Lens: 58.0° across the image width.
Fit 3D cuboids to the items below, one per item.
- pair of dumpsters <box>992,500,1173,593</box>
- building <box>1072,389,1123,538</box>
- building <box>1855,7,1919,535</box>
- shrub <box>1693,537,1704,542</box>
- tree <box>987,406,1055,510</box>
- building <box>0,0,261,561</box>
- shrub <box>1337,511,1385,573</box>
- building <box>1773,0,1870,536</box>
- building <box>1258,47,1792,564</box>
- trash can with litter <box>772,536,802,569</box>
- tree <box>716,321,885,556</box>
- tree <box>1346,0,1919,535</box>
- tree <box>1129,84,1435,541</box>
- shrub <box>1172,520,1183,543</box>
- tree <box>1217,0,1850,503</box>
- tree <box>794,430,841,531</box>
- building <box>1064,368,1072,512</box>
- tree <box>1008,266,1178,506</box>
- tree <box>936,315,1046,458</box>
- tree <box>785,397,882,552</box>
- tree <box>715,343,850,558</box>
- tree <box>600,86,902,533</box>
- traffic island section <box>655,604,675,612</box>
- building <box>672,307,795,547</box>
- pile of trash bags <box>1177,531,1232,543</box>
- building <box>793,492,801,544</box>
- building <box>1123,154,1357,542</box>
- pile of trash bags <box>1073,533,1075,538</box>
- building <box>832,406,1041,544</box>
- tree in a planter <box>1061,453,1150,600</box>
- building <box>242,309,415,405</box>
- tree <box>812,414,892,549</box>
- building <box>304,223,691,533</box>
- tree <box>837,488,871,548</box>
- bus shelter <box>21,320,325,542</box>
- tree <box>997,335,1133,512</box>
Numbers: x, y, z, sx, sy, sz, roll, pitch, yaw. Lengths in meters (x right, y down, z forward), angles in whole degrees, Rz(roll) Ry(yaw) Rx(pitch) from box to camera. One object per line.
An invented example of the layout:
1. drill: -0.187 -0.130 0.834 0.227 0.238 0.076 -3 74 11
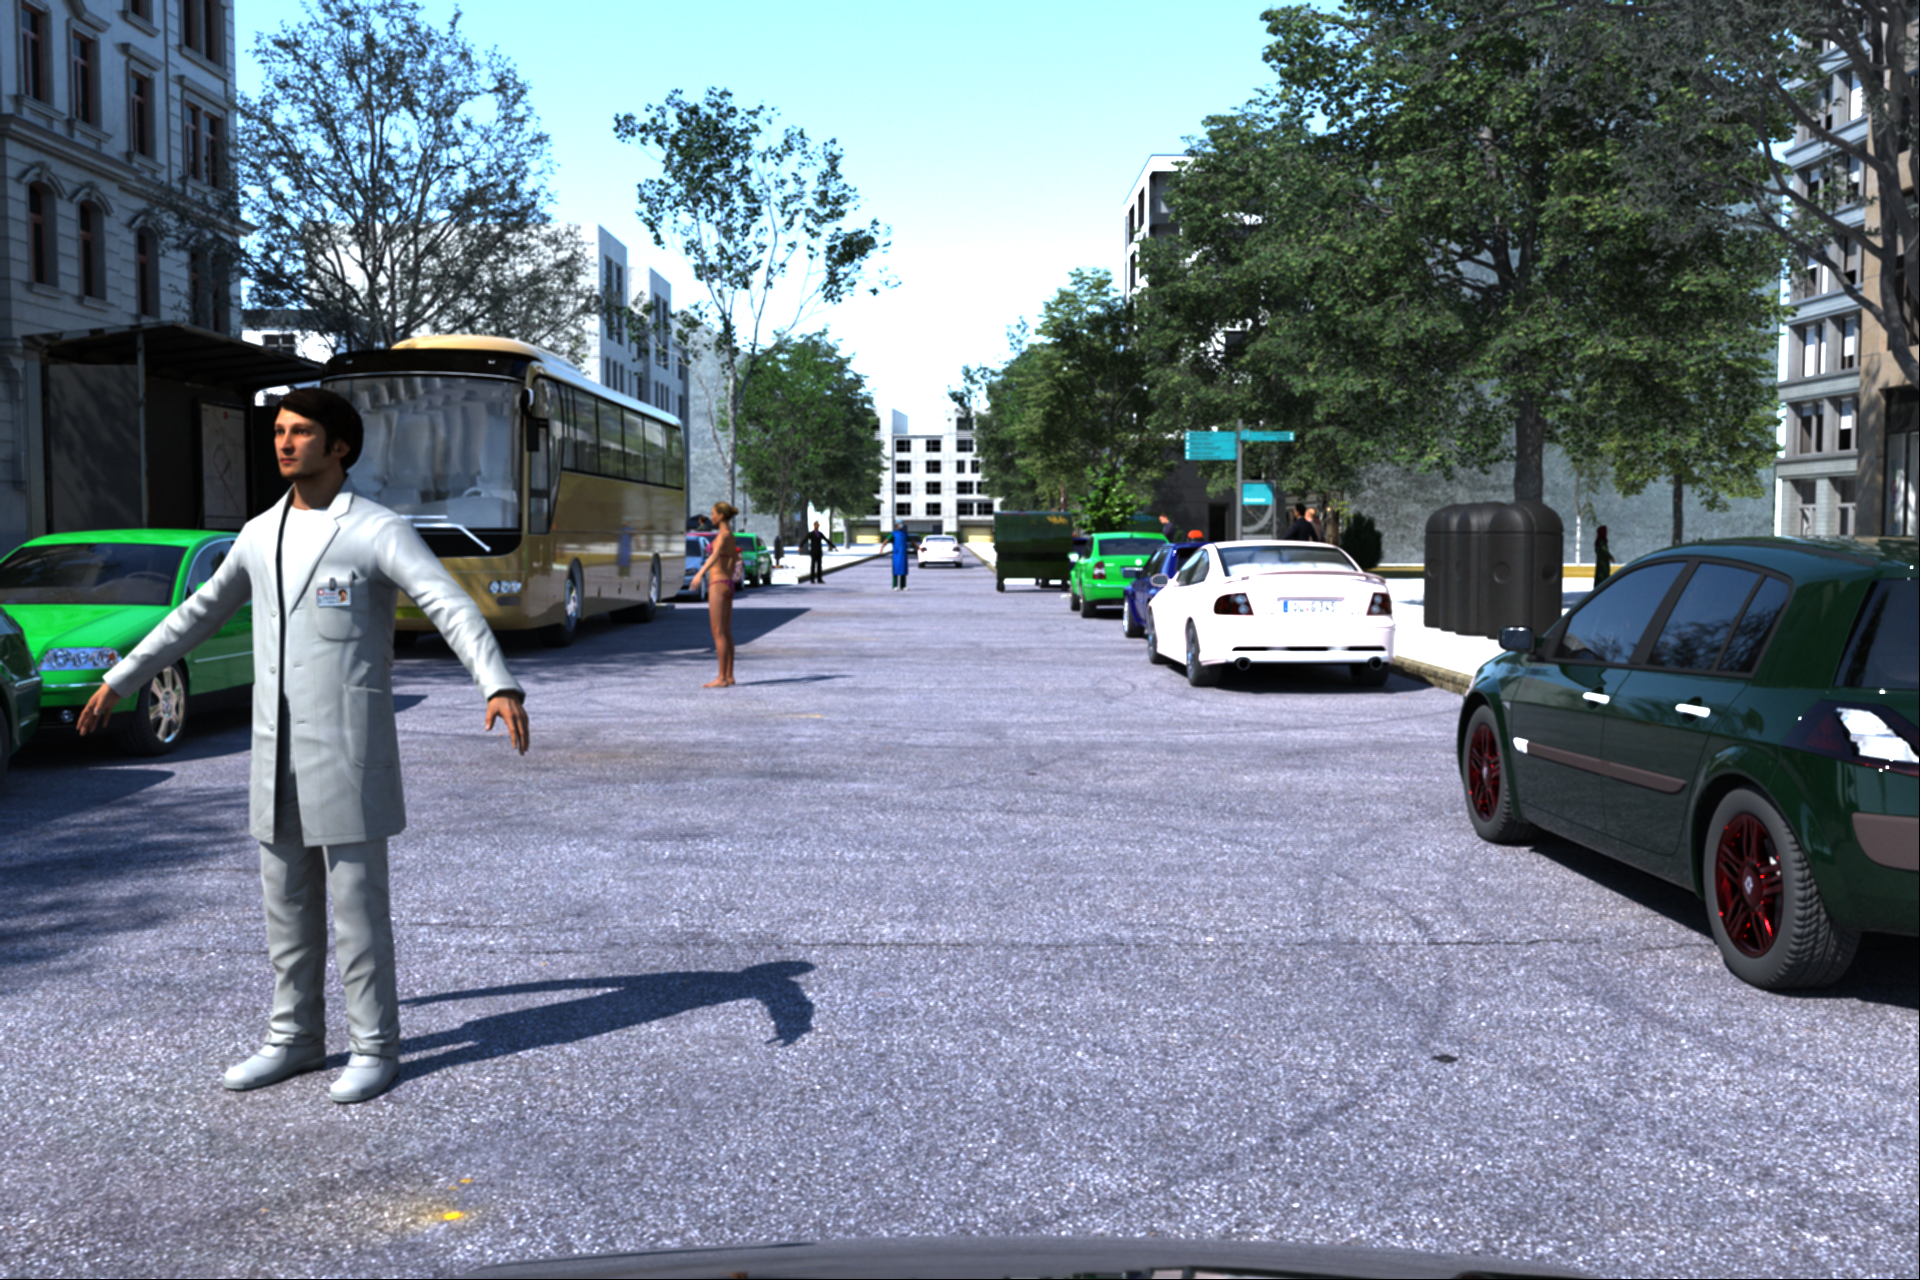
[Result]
1. pair of dumpsters: 3.019 -2.323 42.929 4.436 2.255 1.574 0 4 -1
2. building: 21.773 -21.736 186.314 19.493 23.208 18.063 0 4 0
3. building: 27.423 -13.067 16.846 19.350 26.588 34.151 0 4 0
4. shrub: 25.575 -2.973 59.728 1.383 1.207 1.383 0 3 0
5. tree: 5.670 -13.286 135.345 7.486 12.596 7.792 0 3 0
6. building: -28.308 -15.579 42.106 14.401 28.519 23.554 0 4 0
7. shrub: 13.222 -3.257 57.290 1.661 2.075 1.752 0 3 0
8. building: 27.984 -11.952 42.096 8.464 21.280 15.925 0 4 0
9. building: 25.383 -15.367 82.181 19.493 23.208 18.063 0 4 -1
10. trash can with litter: -6.675 -3.289 64.836 1.678 1.210 2.233 0 4 1
11. tree: -9.381 -12.013 103.062 9.857 13.997 8.962 0 3 0
12. tree: 8.762 -6.431 15.511 12.009 13.543 11.850 0 3 0
13. tree: 9.248 -8.749 49.705 9.857 13.997 8.962 0 3 0
14. shrub: 6.596 -3.226 57.168 1.690 2.028 1.600 0 3 0
15. tree: 9.463 -7.477 28.897 9.857 13.997 8.962 0 3 0
16. tree: -9.361 -10.035 114.433 4.360 8.622 3.978 0 3 0
17. building: 24.105 -22.877 218.016 27.936 21.610 32.646 0 4 -1
18. tree: 5.479 -9.549 74.246 7.486 12.596 7.792 0 3 0
19. tree: 4.288 -18.142 152.507 12.611 20.169 13.585 0 3 0
20. tree: -9.274 -12.230 125.722 9.928 11.665 9.643 0 3 0
21. tree: -9.525 -10.243 93.228 9.928 11.665 9.643 0 3 0
22. tree: -8.798 -13.214 71.938 12.611 20.169 13.585 0 3 0
23. traffic island section: -6.442 -0.598 32.650 1.991 0.108 1.994 0 4 -1
24. building: -27.035 -21.198 177.520 19.493 23.208 18.063 0 4 -1
25. pile of trash bags: 6.248 -2.142 44.782 1.912 1.369 3.447 0 4 0
26. building: -25.336 -21.872 214.030 16.016 20.090 11.380 0 4 -1
27. building: 24.043 -16.268 109.959 27.936 21.610 32.646 0 4 -1
28. pile of trash bags: 3.429 -2.653 53.125 1.912 1.369 3.447 0 4 -2
29. building: -1.193 -23.114 246.823 31.486 18.905 16.747 0 4 6
30. tree in a planter: 3.226 -2.490 37.930 1.991 3.239 1.994 0 4 -1
31. building: -27.663 -8.356 78.773 9.099 9.664 28.070 0 4 0
32. tree: -9.517 -13.860 144.740 7.486 12.596 7.792 0 3 0
33. building: -28.799 -15.174 114.556 16.747 18.905 31.486 0 4 0
34. tree: -10.169 -12.597 156.320 4.737 8.622 4.395 0 3 0
35. bus shelter: -9.561 -1.887 22.143 1.731 3.624 6.357 0 4 -1
36. tree: 5.519 -10.011 89.429 9.928 11.665 9.643 0 3 0
